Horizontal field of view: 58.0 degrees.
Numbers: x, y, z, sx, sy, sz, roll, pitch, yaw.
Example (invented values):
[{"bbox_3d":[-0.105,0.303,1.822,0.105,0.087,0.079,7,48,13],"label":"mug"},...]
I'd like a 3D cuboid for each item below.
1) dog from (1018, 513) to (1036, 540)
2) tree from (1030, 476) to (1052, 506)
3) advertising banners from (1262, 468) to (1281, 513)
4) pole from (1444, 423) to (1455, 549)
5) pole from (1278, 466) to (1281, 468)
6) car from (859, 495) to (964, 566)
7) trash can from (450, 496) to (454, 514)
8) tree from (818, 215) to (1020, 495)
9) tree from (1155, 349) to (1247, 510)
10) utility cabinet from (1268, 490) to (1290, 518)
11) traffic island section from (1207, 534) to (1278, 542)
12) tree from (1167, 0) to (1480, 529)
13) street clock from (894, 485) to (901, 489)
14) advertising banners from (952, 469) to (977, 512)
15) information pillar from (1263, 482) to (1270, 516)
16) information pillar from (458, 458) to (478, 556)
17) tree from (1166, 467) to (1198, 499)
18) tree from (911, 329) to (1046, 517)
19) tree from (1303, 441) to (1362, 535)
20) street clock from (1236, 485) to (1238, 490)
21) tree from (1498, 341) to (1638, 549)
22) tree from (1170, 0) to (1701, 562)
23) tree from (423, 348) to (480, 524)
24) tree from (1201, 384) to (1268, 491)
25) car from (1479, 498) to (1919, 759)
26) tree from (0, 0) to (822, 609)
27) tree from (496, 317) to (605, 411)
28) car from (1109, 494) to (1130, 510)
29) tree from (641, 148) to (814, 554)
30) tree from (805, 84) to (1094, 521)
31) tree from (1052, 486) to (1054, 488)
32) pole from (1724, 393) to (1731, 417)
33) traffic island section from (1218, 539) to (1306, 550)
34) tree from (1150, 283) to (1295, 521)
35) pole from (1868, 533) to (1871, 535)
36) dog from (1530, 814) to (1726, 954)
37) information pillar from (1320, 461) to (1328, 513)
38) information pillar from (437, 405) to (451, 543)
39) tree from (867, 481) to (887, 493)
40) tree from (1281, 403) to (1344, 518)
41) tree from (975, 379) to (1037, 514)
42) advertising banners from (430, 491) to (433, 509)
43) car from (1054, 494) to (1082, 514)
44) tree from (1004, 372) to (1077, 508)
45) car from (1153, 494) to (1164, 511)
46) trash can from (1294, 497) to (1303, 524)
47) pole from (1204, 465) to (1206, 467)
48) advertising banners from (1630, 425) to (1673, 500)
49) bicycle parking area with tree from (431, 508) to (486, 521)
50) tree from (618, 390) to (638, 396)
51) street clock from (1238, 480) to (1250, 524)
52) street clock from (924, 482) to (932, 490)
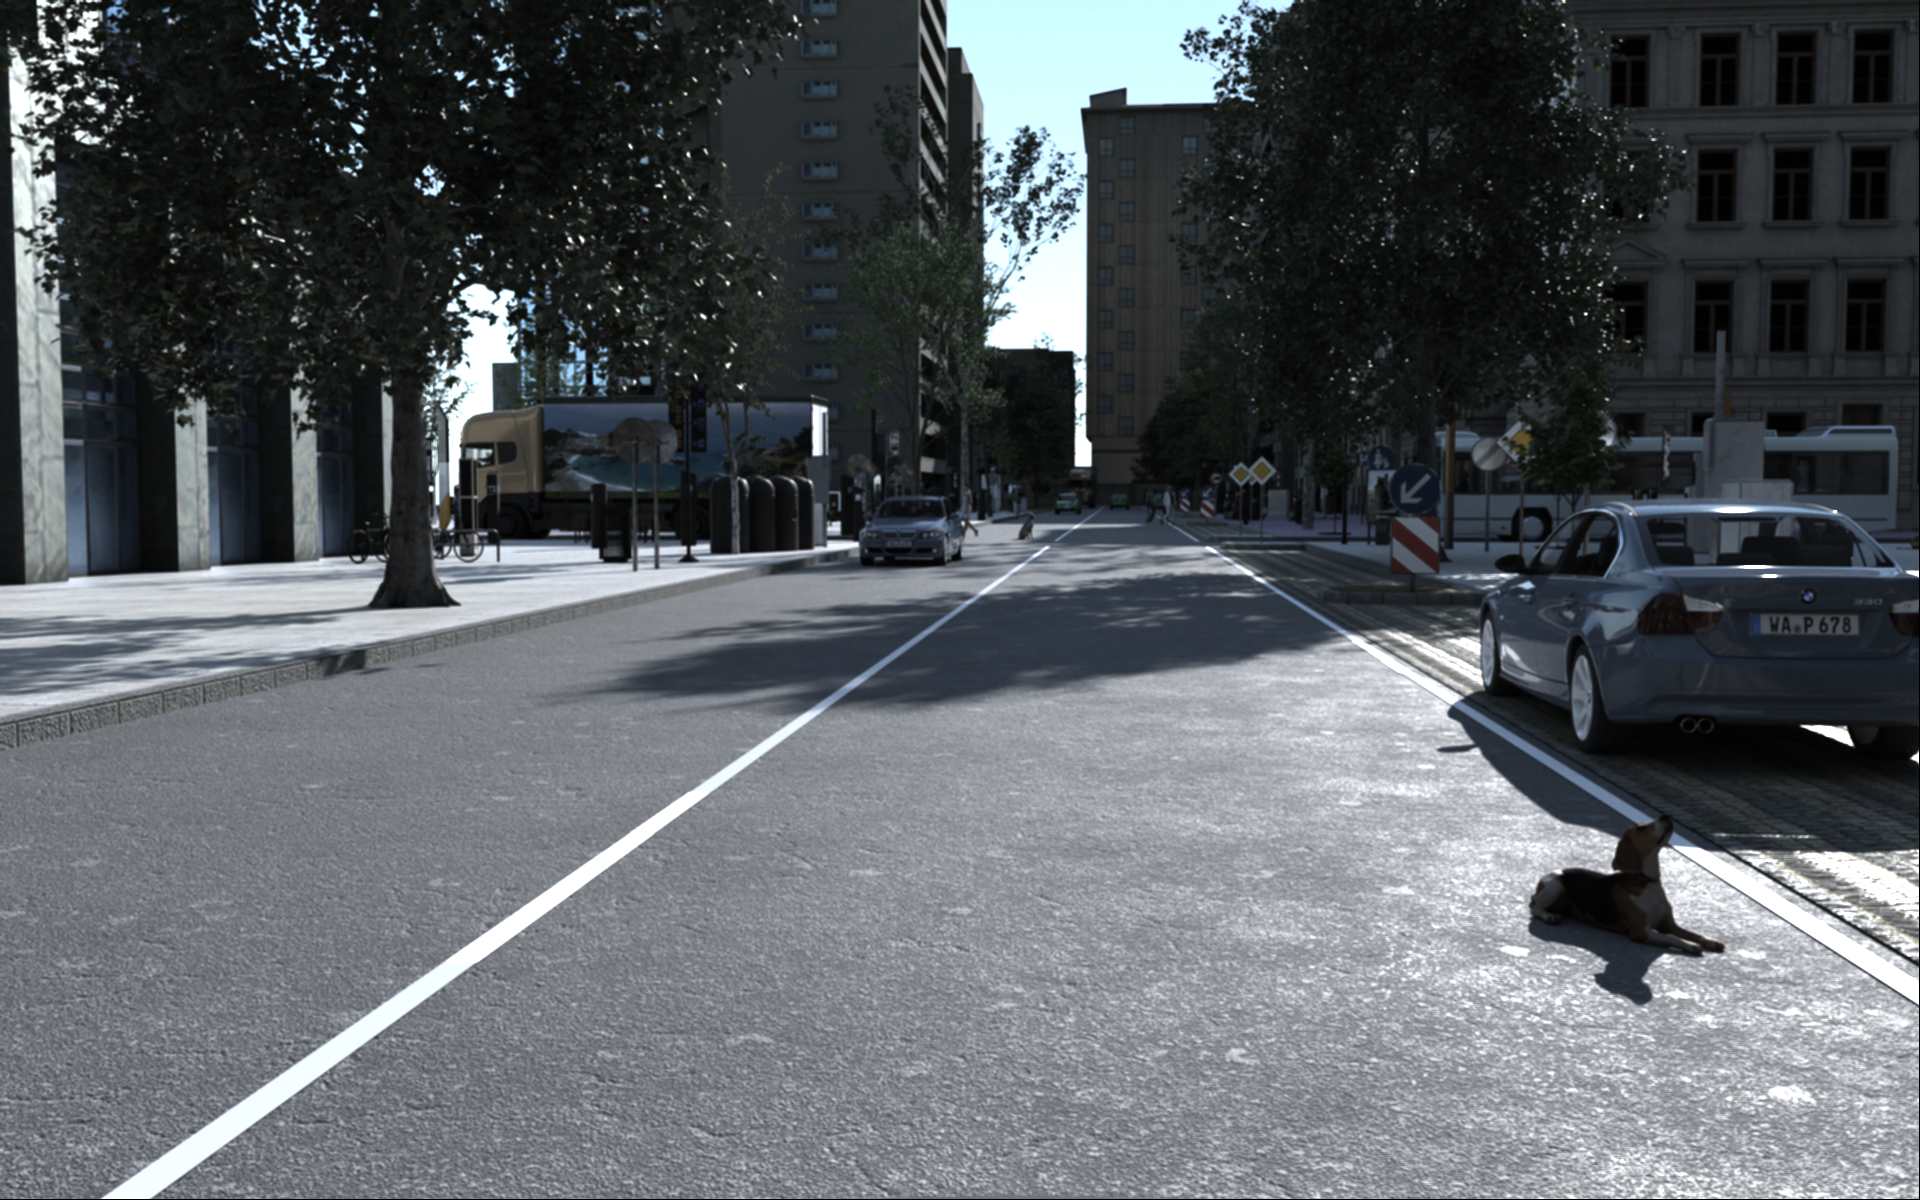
[{"bbox_3d":[1.983,-2.320,54.769,0.800,0.831,0.513,0,4,4],"label":"dog"},{"bbox_3d":[7.740,-10.718,169.846,1.663,3.219,1.824,0,3,0],"label":"tree"},{"bbox_3d":[20.756,-7.295,115.458,0.090,3.025,2.074,-2,4,-27],"label":"advertising banners"},{"bbox_3d":[11.374,-2.837,40.225,0.158,3.312,0.155,0,3,0],"label":"pole"},{"bbox_3d":[23.275,-8.109,126.420,0.158,3.312,0.155,0,3,0],"label":"pole"},{"bbox_3d":[-0.950,-1.484,36.269,2.014,1.417,4.499,0,4,7],"label":"car"},{"bbox_3d":[-31.486,-5.883,107.833,0.748,1.137,0.748,0,3,0],"label":"trash can"},{"bbox_3d":[-1.623,-8.529,65.206,9.928,11.665,9.643,0,3,0],"label":"tree"},{"bbox_3d":[18.946,-13.313,135.797,7.486,12.596,7.792,0,3,0],"label":"tree"},{"bbox_3d":[16.581,-4.981,90.111,1.173,1.500,0.318,3,5,44],"label":"utility cabinet"},{"bbox_3d":[8.654,-1.898,53.319,2.009,0.180,2.903,0,4,5],"label":"traffic island section"},{"bbox_3d":[13.756,-12.698,63.495,12.611,20.169,13.585,0,3,0],"label":"tree"},{"bbox_3d":[-3.683,-5.961,102.032,0.358,2.002,0.471,2,4,32],"label":"street clock"},{"bbox_3d":[0.301,-7.643,121.148,2.074,3.025,0.090,-2,4,-32],"label":"advertising banners"},{"bbox_3d":[18.264,-6.041,103.259,0.304,2.012,0.304,-1,4,-10],"label":"information pillar"},{"bbox_3d":[-10.155,-1.913,35.775,0.304,2.012,0.304,0,4,0],"label":"information pillar"},{"bbox_3d":[21.813,-11.303,168.517,4.285,4.588,4.351,0,3,0],"label":"tree"},{"bbox_3d":[1.404,-9.978,97.546,7.601,10.594,8.767,2,4,26],"label":"tree"},{"bbox_3d":[11.957,-3.678,54.729,1.663,3.219,1.824,0,3,0],"label":"tree"},{"bbox_3d":[16.880,-6.112,104.497,0.358,2.002,0.471,3,4,37],"label":"street clock"},{"bbox_3d":[7.899,-1.675,21.982,1.663,3.219,1.824,0,3,0],"label":"tree"},{"bbox_3d":[8.861,-7.083,32.811,9.611,12.733,9.660,0,3,0],"label":"tree"},{"bbox_3d":[-22.724,-7.556,73.904,4.360,8.622,3.978,0,3,0],"label":"tree"},{"bbox_3d":[17.160,-9.759,109.918,4.737,8.622,4.395,0,3,0],"label":"tree"},{"bbox_3d":[4.427,0.080,10.699,2.014,1.417,4.499,0,4,6],"label":"car"},{"bbox_3d":[-6.392,-6.277,19.639,9.611,12.733,9.660,0,3,0],"label":"tree"},{"bbox_3d":[-16.249,-7.213,68.293,4.737,8.622,4.395,0,3,0],"label":"tree"},{"bbox_3d":[14.866,-9.321,161.198,1.959,1.807,4.718,0,4,5],"label":"car"},{"bbox_3d":[-4.918,-5.269,36.504,4.360,8.622,3.978,0,3,0],"label":"tree"},{"bbox_3d":[-1.221,-13.845,82.252,12.611,20.169,13.585,0,3,0],"label":"tree"},{"bbox_3d":[9.523,-12.134,192.985,1.663,3.219,1.824,0,3,0],"label":"tree"},{"bbox_3d":[15.465,-2.522,35.085,0.158,3.312,0.155,0,3,0],"label":"pole"},{"bbox_3d":[7.908,-1.412,45.369,2.009,0.180,2.903,0,4,5],"label":"traffic island section"},{"bbox_3d":[14.002,-9.677,83.977,9.928,11.665,9.643,0,3,0],"label":"tree"},{"bbox_3d":[27.933,-3.634,53.257,0.158,3.312,0.155,0,3,0],"label":"pole"},{"bbox_3d":[2.195,0.882,5.767,0.550,0.427,0.748,1,4,12],"label":"dog"},{"bbox_3d":[24.327,-7.606,115.708,0.504,3.616,0.183,2,4,35],"label":"information pillar"},{"bbox_3d":[-13.496,-3.298,45.272,0.183,3.616,0.504,-3,5,-43],"label":"information pillar"},{"bbox_3d":[-5.760,-7.523,117.597,1.663,3.219,1.824,0,3,0],"label":"tree"},{"bbox_3d":[19.510,-8.768,93.719,4.737,8.622,4.395,0,3,0],"label":"tree"},{"bbox_3d":[2.530,-9.739,109.600,4.737,8.622,4.395,0,3,0],"label":"tree"},{"bbox_3d":[-30.824,-6.392,100.691,2.074,3.025,0.090,-1,4,-17],"label":"advertising banners"},{"bbox_3d":[7.735,-7.030,123.744,1.959,1.807,4.718,0,4,6],"label":"car"},{"bbox_3d":[7.404,-14.851,160.935,7.486,12.596,7.792,0,3,0],"label":"tree"},{"bbox_3d":[17.070,-8.387,145.925,1.959,1.807,4.718,0,4,6],"label":"car"},{"bbox_3d":[14.518,-3.775,73.374,0.748,1.137,0.748,0,3,0],"label":"trash can"},{"bbox_3d":[17.405,-7.904,123.078,0.158,3.312,0.155,0,3,0],"label":"pole"},{"bbox_3d":[17.378,-2.893,43.482,2.074,3.025,0.090,-3,5,-42],"label":"advertising banners"},{"bbox_3d":[-23.261,-6.529,93.747,8.231,4.147,9.016,0,4,-3],"label":"bicycle parking area with tree"},{"bbox_3d":[-22.062,-9.920,112.560,4.737,8.622,4.395,0,3,0],"label":"tree"},{"bbox_3d":[12.067,-4.190,73.070,0.358,2.002,0.471,1,4,17],"label":"street clock"},{"bbox_3d":[-1.948,-6.115,104.553,0.471,2.002,0.358,-1,4,-9],"label":"street clock"}]
